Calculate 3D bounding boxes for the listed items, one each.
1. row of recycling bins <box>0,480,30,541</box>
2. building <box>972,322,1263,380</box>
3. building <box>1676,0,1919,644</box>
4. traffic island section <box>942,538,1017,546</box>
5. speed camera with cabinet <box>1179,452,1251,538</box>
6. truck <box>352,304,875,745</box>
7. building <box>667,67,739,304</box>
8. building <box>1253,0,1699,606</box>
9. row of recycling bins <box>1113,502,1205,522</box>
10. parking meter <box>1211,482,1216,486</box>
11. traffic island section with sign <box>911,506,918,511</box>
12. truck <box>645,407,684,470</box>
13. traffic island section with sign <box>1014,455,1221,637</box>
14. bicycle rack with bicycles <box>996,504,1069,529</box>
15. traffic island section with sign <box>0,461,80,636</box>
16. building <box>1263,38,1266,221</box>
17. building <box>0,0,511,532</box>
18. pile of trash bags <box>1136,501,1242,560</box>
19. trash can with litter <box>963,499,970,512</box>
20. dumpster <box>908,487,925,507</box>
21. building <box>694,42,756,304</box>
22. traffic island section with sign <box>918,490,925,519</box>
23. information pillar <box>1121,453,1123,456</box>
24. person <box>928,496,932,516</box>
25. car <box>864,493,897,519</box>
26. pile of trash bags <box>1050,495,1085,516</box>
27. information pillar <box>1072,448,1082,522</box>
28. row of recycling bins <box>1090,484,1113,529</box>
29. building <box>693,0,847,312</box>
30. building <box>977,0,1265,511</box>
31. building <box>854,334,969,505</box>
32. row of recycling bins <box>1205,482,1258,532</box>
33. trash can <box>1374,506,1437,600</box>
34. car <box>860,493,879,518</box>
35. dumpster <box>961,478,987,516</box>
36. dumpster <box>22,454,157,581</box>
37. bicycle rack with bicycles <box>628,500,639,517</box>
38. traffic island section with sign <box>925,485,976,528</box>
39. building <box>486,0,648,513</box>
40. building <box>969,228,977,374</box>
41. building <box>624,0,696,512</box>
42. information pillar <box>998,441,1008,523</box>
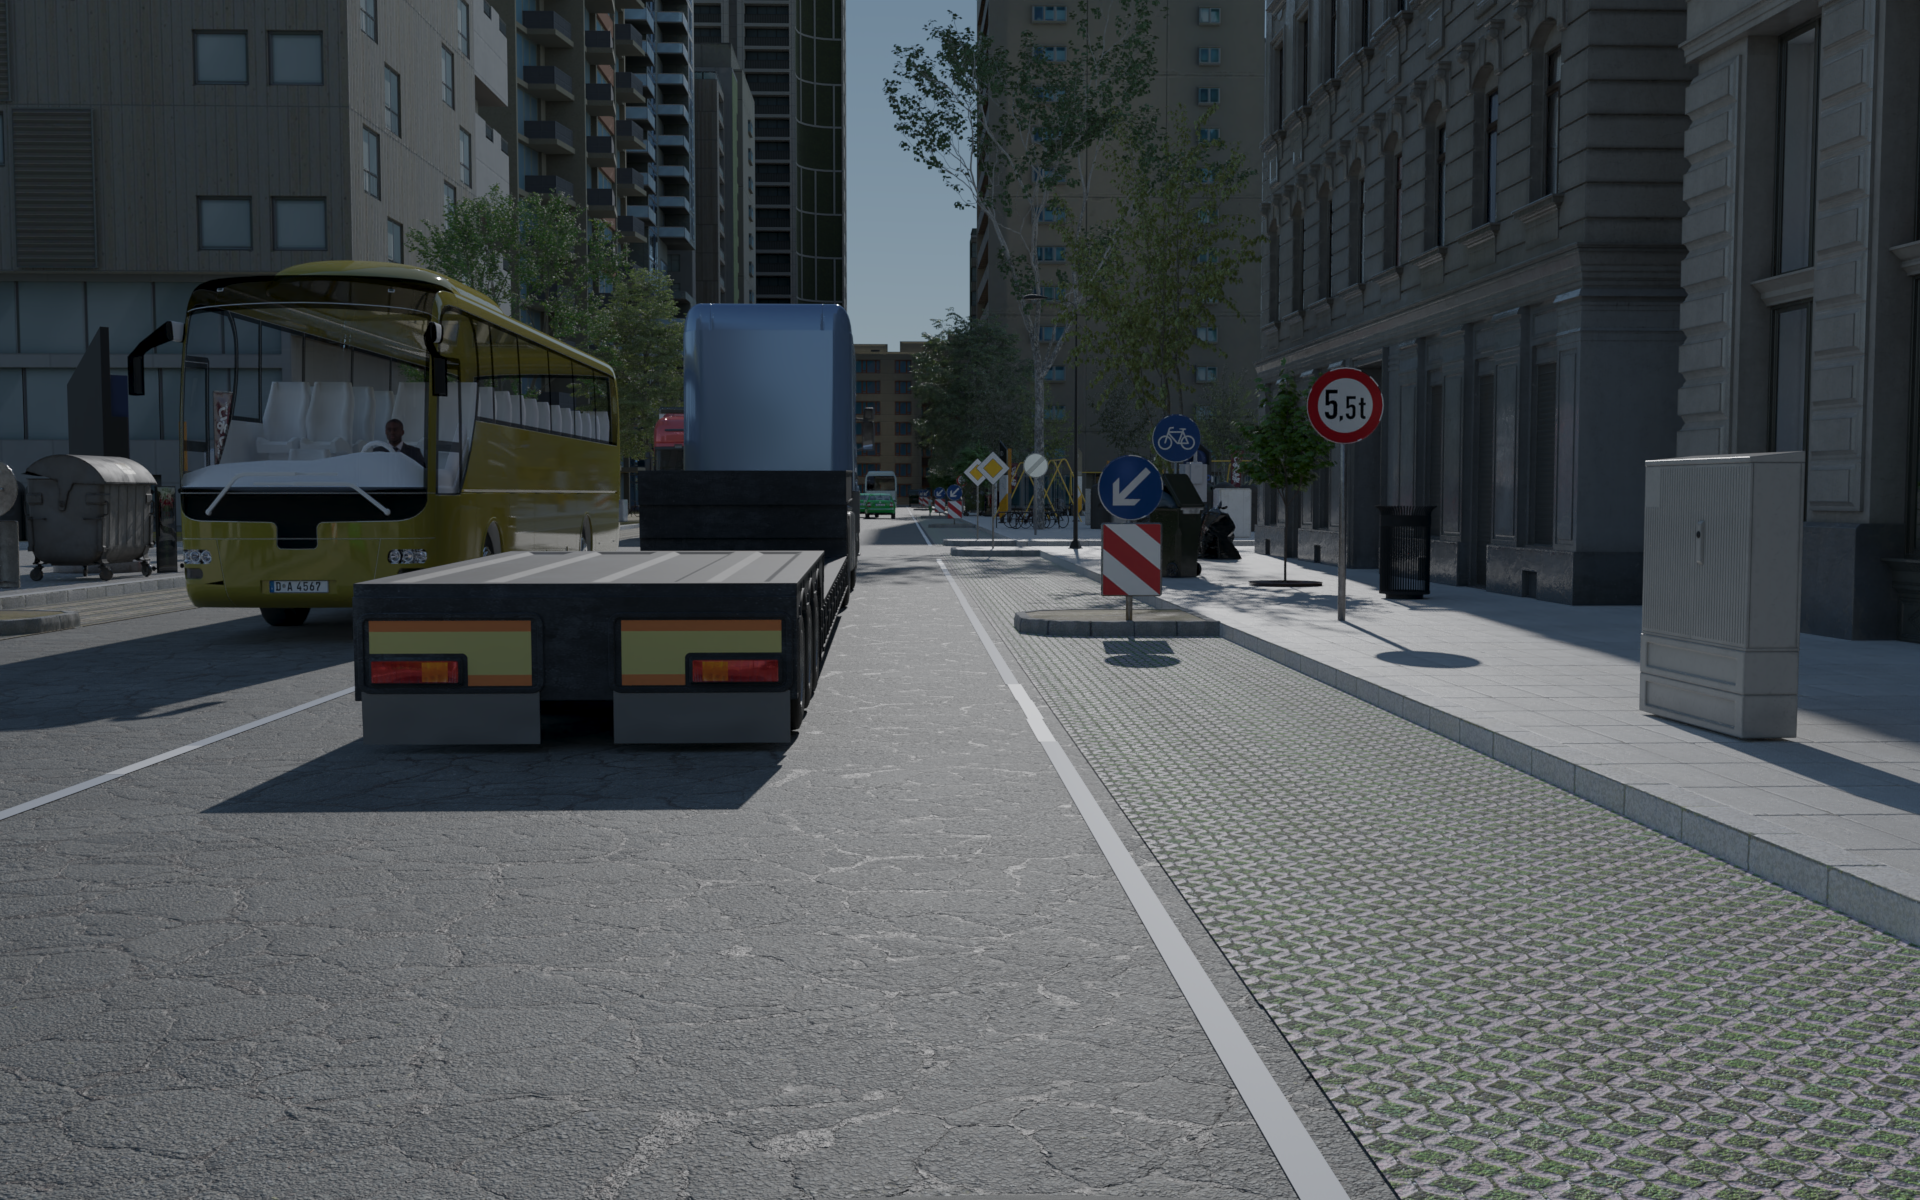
[{"bbox_3d":[-24.610,-2.465,47.422,3.534,1.692,1.069,0,4,-3],"label":"row of recycling bins"},{"bbox_3d":[15.555,-19.808,168.901,27.650,21.520,28.899,0,4,-2],"label":"building"},{"bbox_3d":[12.779,-11.018,9.029,11.050,23.489,19.941,0,4,-2],"label":"building"},{"bbox_3d":[0.517,-1.621,48.780,2.009,0.180,2.903,0,4,-2],"label":"traffic island section"},{"bbox_3d":[7.470,-3.446,50.685,2.038,3.252,0.660,-1,4,-12],"label":"speed camera with cabinet"},{"bbox_3d":[-2.485,-1.774,18.766,2.967,4.110,18.799,0,4,-2],"label":"truck"},{"bbox_3d":[-28.234,-29.204,161.074,14.154,41.232,14.086,0,4,-2],"label":"building"},{"bbox_3d":[11.396,-10.957,28.302,9.793,20.994,18.267,0,4,-2],"label":"building"},{"bbox_3d":[7.428,-3.354,61.944,3.534,1.692,1.069,0,4,-7],"label":"row of recycling bins"},{"bbox_3d":[12.195,-4.787,83.977,0.255,1.863,0.399,3,4,39],"label":"parking meter"},{"bbox_3d":[-3.092,-8.743,151.574,1.989,1.847,2.006,0,4,-2],"label":"traffic island section with sign"},{"bbox_3d":[-8.613,-4.233,58.128,2.839,4.237,11.283,0,4,-4],"label":"truck"},{"bbox_3d":[1.590,-0.589,18.250,1.989,1.847,2.006,0,4,-2],"label":"traffic island section with sign"},{"bbox_3d":[2.722,-3.133,64.612,2.925,0.926,2.852,-1,4,-22],"label":"bicycle rack with bicycles"},{"bbox_3d":[-10.431,-0.578,18.078,1.989,1.847,2.006,0,4,-2],"label":"traffic island section with sign"},{"bbox_3d":[44.316,-41.549,221.317,28.212,58.520,21.231,0,4,-2],"label":"building"},{"bbox_3d":[-34.040,-29.340,68.952,28.713,52.752,27.495,0,4,-2],"label":"building"},{"bbox_3d":[4.476,-1.556,35.196,1.912,1.369,3.447,0,4,-5],"label":"pile of trash bags"},{"bbox_3d":[0.705,-6.892,124.066,1.055,1.170,0.624,0,4,3],"label":"trash can with litter"},{"bbox_3d":[-4.926,-11.815,198.124,1.985,2.255,1.502,0,4,-3],"label":"dumpster"},{"bbox_3d":[-33.090,-34.257,183.797,21.600,48.544,21.300,0,4,-2],"label":"building"},{"bbox_3d":[-1.300,-5.633,100.724,1.989,1.847,2.006,0,4,-2],"label":"traffic island section with sign"},{"bbox_3d":[9.304,-6.642,99.949,0.183,3.616,0.504,-1,4,-21],"label":"information pillar"},{"bbox_3d":[-1.911,-5.985,110.595,0.306,1.304,0.590,1,4,15],"label":"person"},{"bbox_3d":[-4.674,-5.670,101.494,1.959,1.807,4.718,0,4,-3],"label":"car"},{"bbox_3d":[6.485,-5.649,102.105,1.912,1.369,3.447,1,4,17],"label":"pile of trash bags"},{"bbox_3d":[5.479,-5.470,80.791,0.504,3.616,0.183,-3,5,-39],"label":"information pillar"},{"bbox_3d":[5.984,-3.525,64.742,1.069,1.692,3.534,3,4,37],"label":"row of recycling bins"},{"bbox_3d":[-24.816,-47.710,218.304,20.611,71.187,20.563,0,4,-2],"label":"building"},{"bbox_3d":[12.477,-31.735,142.576,21.300,48.544,21.600,0,4,-2],"label":"building"},{"bbox_3d":[0.314,-23.197,224.318,28.899,21.520,27.650,0,4,-2],"label":"building"},{"bbox_3d":[10.351,-3.188,59.243,3.534,1.692,1.069,-1,4,-10],"label":"row of recycling bins"},{"bbox_3d":[5.460,-0.587,21.245,0.748,1.137,0.748,0,3,0],"label":"trash can"},{"bbox_3d":[-5.882,-5.987,106.678,1.959,1.807,4.718,0,4,-3],"label":"car"},{"bbox_3d":[0.806,-5.977,100.224,1.502,2.255,1.985,0,4,-2],"label":"dumpster"},{"bbox_3d":[-13.115,-1.246,26.134,1.264,1.857,1.865,0,4,-2],"label":"dumpster"},{"bbox_3d":[-17.252,-5.140,97.422,2.925,0.926,2.852,3,5,44],"label":"bicycle rack with bicycles"},{"bbox_3d":[-0.360,-3.985,73.785,1.989,1.847,2.006,0,4,-2],"label":"traffic island section with sign"},{"bbox_3d":[-31.301,-27.572,105.427,22.147,44.769,28.867,0,4,-2],"label":"building"},{"bbox_3d":[7.968,-25.574,189.839,14.160,30.474,14.107,0,4,-2],"label":"building"},{"bbox_3d":[-31.781,-50.421,137.053,22.319,86.520,31.000,0,4,-2],"label":"building"},{"bbox_3d":[1.911,-5.180,76.044,0.183,3.616,0.504,-3,5,-41],"label":"information pillar"}]
